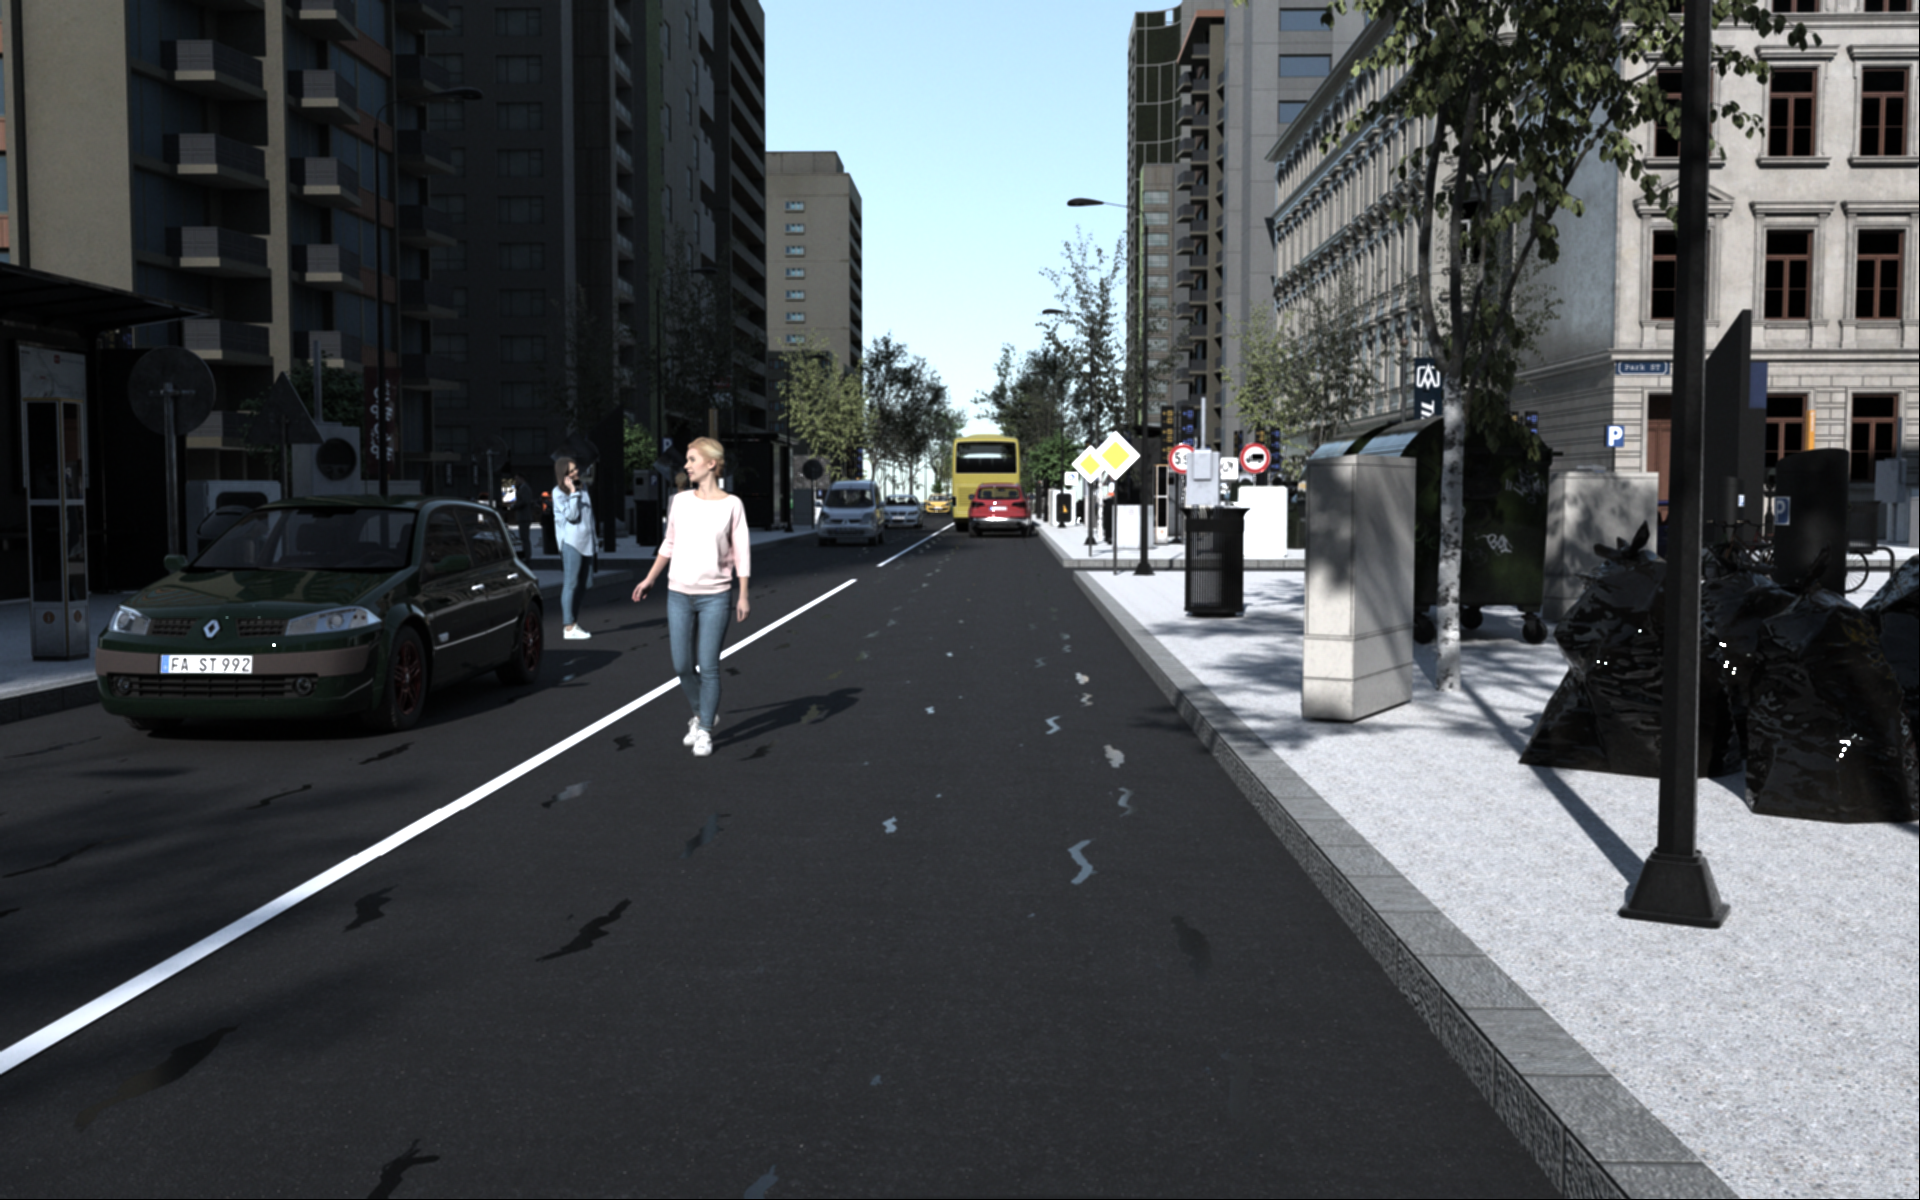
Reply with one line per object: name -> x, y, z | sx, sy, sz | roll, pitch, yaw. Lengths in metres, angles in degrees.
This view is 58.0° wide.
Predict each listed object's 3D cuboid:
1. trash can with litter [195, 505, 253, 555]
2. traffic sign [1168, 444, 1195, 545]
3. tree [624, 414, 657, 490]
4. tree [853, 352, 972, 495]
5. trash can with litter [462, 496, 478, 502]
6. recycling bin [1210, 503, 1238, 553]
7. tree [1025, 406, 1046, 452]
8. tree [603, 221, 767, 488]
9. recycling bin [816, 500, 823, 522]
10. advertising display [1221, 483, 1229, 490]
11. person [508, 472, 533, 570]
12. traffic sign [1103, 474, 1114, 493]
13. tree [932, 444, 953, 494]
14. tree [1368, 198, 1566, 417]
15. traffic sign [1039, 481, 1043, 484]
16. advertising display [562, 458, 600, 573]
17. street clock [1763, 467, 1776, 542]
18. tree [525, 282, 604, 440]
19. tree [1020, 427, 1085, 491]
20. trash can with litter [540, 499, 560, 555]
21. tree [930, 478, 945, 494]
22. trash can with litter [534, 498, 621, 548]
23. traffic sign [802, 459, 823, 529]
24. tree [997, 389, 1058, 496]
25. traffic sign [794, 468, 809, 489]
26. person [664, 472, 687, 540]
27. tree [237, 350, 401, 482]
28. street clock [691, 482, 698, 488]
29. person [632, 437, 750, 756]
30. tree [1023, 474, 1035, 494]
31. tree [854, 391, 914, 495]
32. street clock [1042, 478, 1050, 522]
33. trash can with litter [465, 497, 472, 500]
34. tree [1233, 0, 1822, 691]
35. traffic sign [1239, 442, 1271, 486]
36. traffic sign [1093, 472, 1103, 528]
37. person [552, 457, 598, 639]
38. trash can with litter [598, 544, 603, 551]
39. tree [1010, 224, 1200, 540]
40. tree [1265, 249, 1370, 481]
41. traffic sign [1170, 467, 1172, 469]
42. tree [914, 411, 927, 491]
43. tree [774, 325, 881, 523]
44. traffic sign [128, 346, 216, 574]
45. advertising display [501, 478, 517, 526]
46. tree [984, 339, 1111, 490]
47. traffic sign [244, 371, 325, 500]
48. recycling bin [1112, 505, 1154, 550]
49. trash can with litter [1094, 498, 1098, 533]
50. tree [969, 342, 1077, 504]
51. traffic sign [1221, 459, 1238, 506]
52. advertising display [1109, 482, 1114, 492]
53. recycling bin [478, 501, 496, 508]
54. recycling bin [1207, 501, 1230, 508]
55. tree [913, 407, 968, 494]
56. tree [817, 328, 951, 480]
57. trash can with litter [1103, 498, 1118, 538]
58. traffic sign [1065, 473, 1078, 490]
trash can with litter -> -7.053, -0.318, 16.579 | 0.624, 1.170, 1.055 | 0, 4, 0
traffic sign -> 5.644, -2.674, 43.822 | 0.768, 2.556, 0.104 | 0, 4, 7
tree -> -13.765, -5.368, 71.473 | 4.285, 4.588, 4.351 | 0, 3, 0
tree -> -4.149, -14.594, 148.977 | 12.009, 13.543, 11.850 | 0, 3, 0
trash can with litter -> -13.907, -2.415, 50.536 | 2.233, 1.210, 1.678 | -1, 4, -21
recycling bin -> 6.012, -1.542, 37.764 | 0.722, 1.027, 0.722 | -2, 4, -24
tree -> 6.808, -11.382, 136.463 | 4.737, 8.622, 4.395 | 0, 3, 0
tree -> -7.020, -5.886, 46.593 | 4.360, 8.622, 3.978 | 0, 3, 0
recycling bin -> -6.807, -4.140, 80.241 | 0.722, 1.027, 0.722 | -1, 4, -22
advertising display -> 14.767, -5.698, 98.375 | 0.974, 1.923, 0.123 | 1, 4, 11
person -> -8.311, -1.497, 32.778 | 0.447, 1.846, 0.655 | -1, 4, -12
traffic sign -> 9.512, -6.768, 110.655 | 0.884, 2.594, 0.081 | 0, 4, 7
tree -> -2.113, -18.381, 250.897 | 4.737, 8.622, 4.395 | 0, 3, 0
tree -> 12.786, -5.631, 42.429 | 4.360, 8.622, 3.978 | 0, 3, 0
traffic sign -> 4.734, -5.862, 95.845 | 0.884, 2.594, 0.081 | 0, 4, 2
advertising display -> -6.256, -1.418, 28.406 | 0.974, 1.923, 0.123 | 3, 5, 41
street clock -> 21.887, -2.584, 46.816 | 0.471, 2.002, 0.358 | -2, 4, -24
tree -> -12.700, -6.685, 59.665 | 4.360, 8.622, 3.978 | 0, 3, 0
tree -> 4.872, -6.159, 84.417 | 4.285, 4.588, 4.351 | 0, 3, 0
trash can with litter -> -8.380, -1.554, 36.790 | 1.055, 1.170, 0.624 | 0, 4, -1
tree -> -2.288, -11.831, 188.037 | 1.663, 3.219, 1.824 | 0, 3, 0
trash can with litter -> -9.457, -1.916, 42.391 | 2.233, 1.210, 1.678 | 0, 4, -7
traffic sign -> -5.417, -3.893, 63.755 | 0.768, 2.556, 0.104 | 0, 4, 2
tree -> 7.121, -15.857, 177.395 | 7.486, 12.596, 7.792 | 0, 3, 0
traffic sign -> -7.715, -5.159, 84.460 | 0.768, 2.556, 0.104 | 0, 4, 7
person -> -3.735, -0.931, 24.395 | 0.598, 1.740, 0.731 | 3, 5, 42
tree -> -14.123, -3.357, 38.601 | 4.285, 4.588, 4.351 | 0, 3, 0
street clock -> -12.778, -4.860, 84.027 | 0.471, 2.002, 0.358 | -1, 4, -17
person -> -1.477, -0.030, 9.664 | 0.731, 1.740, 0.598 | 0, 4, 7
tree -> 6.183, -9.809, 154.973 | 1.663, 3.219, 1.824 | 0, 3, 0
tree -> -5.314, -10.101, 115.521 | 4.360, 8.622, 3.978 | 0, 3, 0
street clock -> 3.968, -4.600, 79.785 | 0.358, 2.002, 0.471 | 1, 4, 17
trash can with litter -> -20.053, -3.687, 71.663 | 0.624, 1.170, 1.055 | 3, 4, 37
tree -> 3.431, -3.711, 11.041 | 4.737, 8.622, 4.395 | 0, 3, 0
traffic sign -> 7.283, -2.614, 42.843 | 0.768, 2.556, 0.104 | 0, 4, 2
traffic sign -> 5.042, -3.964, 64.916 | 0.768, 2.556, 0.104 | 0, 4, 2
person -> -3.835, -0.515, 17.179 | 0.793, 1.790, 0.793 | -1, 4, -15
trash can with litter -> -8.624, -1.688, 38.989 | 0.624, 1.170, 1.055 | 3, 5, 41
tree -> 4.106, -5.955, 47.722 | 4.360, 8.622, 3.978 | 0, 3, 0
tree -> 11.246, -6.281, 53.054 | 4.360, 8.622, 3.978 | 0, 3, 0
traffic sign -> 8.571, -4.138, 67.763 | 0.768, 2.556, 0.104 | 1, 4, 11
tree -> -4.158, -10.801, 126.962 | 4.360, 8.622, 3.978 | 0, 3, 0
tree -> -6.261, -7.657, 75.550 | 4.737, 8.622, 4.395 | 0, 3, 0
traffic sign -> -6.798, -0.907, 14.943 | 0.768, 2.556, 0.104 | 0, 4, 3
advertising display -> -18.107, -3.964, 70.019 | 0.974, 1.923, 0.123 | 1, 4, 22
tree -> 5.852, -10.381, 104.147 | 7.601, 10.594, 8.767 | 3, 5, 40
traffic sign -> -7.172, -1.124, 18.384 | 0.884, 2.594, 0.081 | 0, 4, 4
recycling bin -> 4.006, -1.685, 40.098 | 0.722, 1.027, 0.722 | 3, 5, 39
trash can with litter -> 4.883, -2.725, 55.933 | 1.055, 1.170, 0.624 | -1, 4, -9
tree -> 8.058, -22.061, 216.578 | 12.611, 20.169, 13.585 | 0, 3, 0
traffic sign -> 7.545, -2.864, 48.950 | 0.606, 2.300, 0.079 | 0, 4, 2
advertising display -> 8.256, -5.227, 90.677 | 0.974, 1.923, 0.123 | 1, 4, 22
recycling bin -> -18.077, -3.244, 65.586 | 0.722, 1.027, 0.722 | 2, 4, 31
recycling bin -> 9.031, -2.934, 60.522 | 0.722, 1.027, 0.722 | 2, 4, 33
tree -> -2.557, -16.943, 202.766 | 9.928, 11.665, 9.643 | 0, 3, 0
tree -> -4.832, -9.982, 97.621 | 7.601, 10.594, 8.767 | 2, 4, 34
trash can with litter -> 4.742, -2.403, 50.671 | 1.055, 1.170, 0.624 | 2, 4, 24
traffic sign -> 5.172, -4.792, 80.484 | 0.606, 2.300, 0.079 | 0, 4, 4
